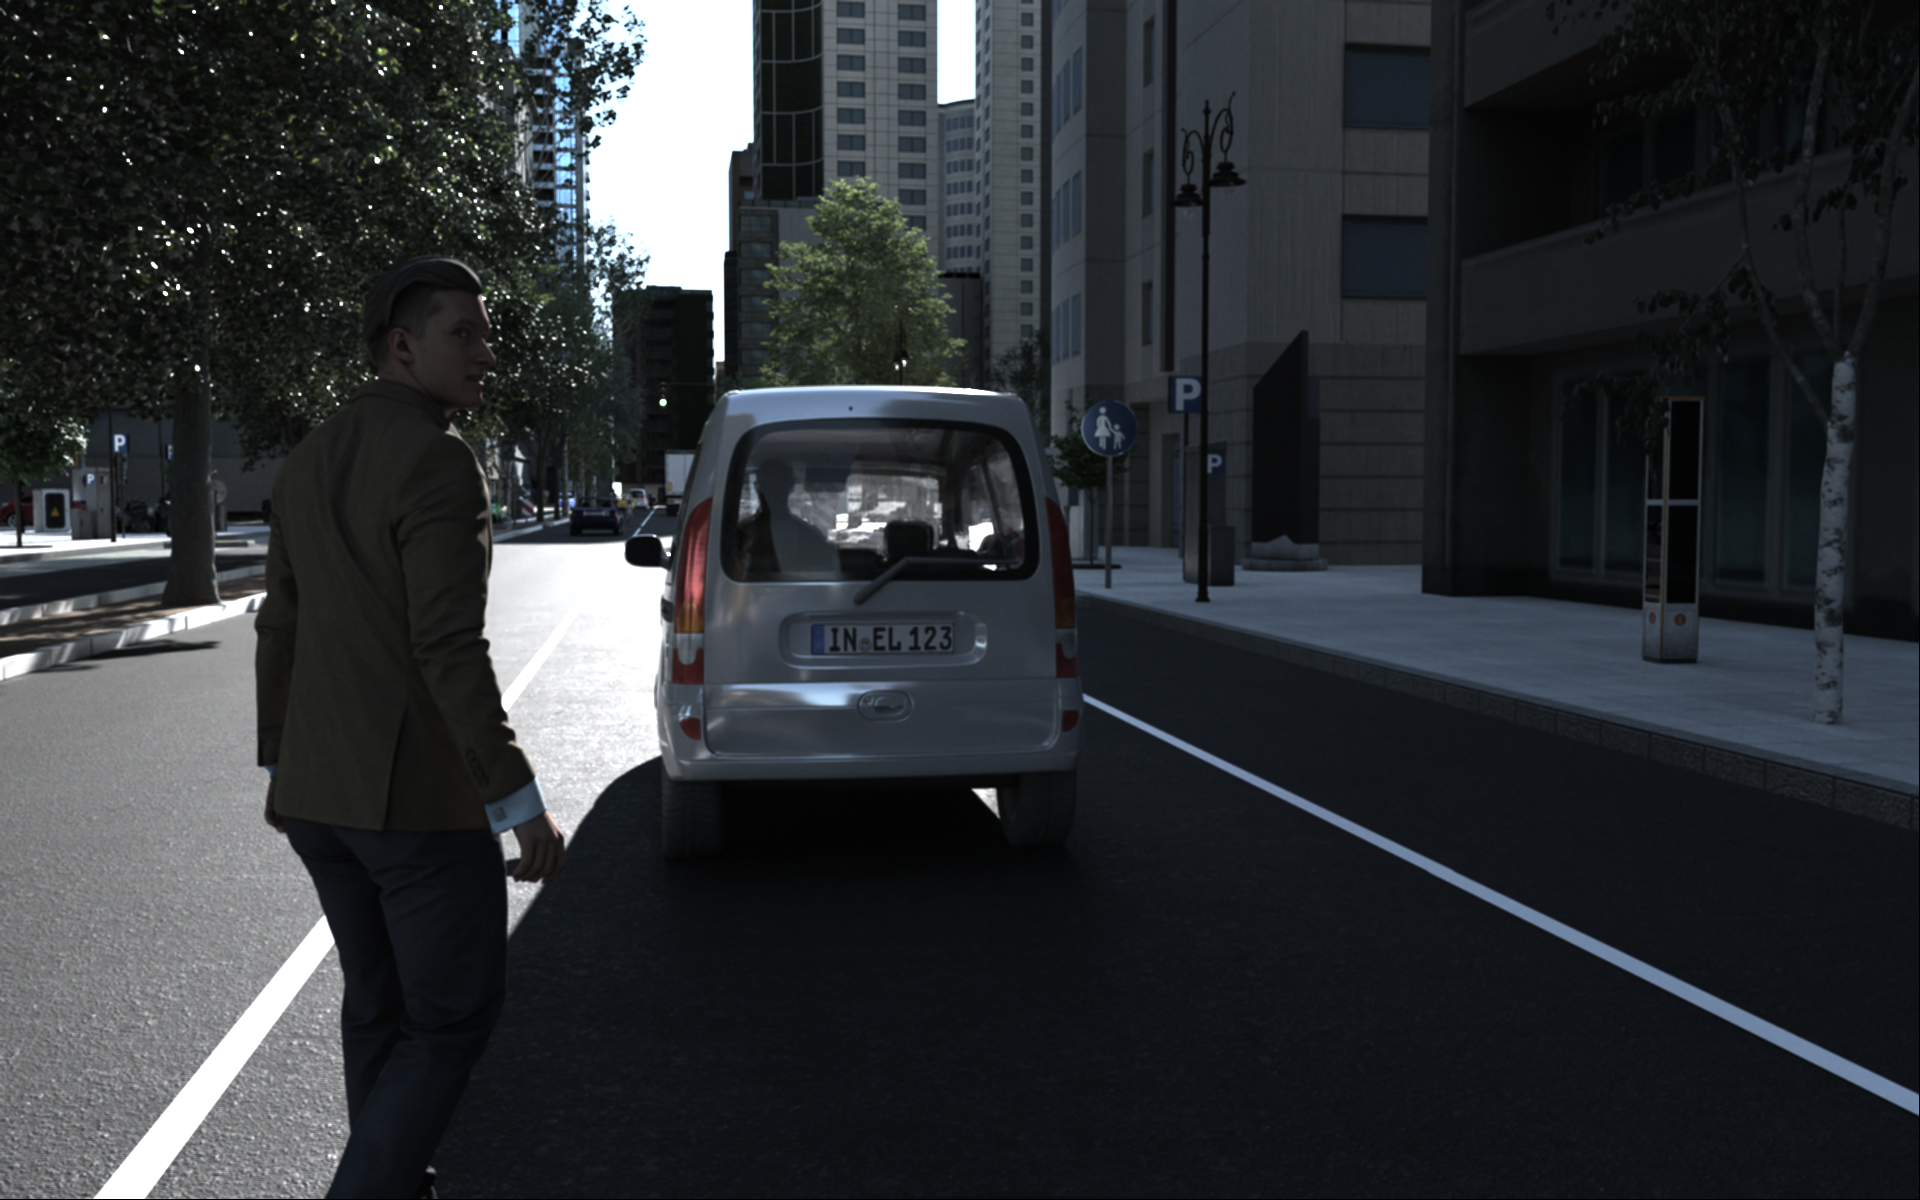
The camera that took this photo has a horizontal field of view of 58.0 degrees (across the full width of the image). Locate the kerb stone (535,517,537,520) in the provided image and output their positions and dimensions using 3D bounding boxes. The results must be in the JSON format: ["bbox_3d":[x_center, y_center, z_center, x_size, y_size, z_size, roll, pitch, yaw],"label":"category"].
[{"bbox_3d":[-23.189,-4.383,93.875,0.120,0.150,1.000,-1,4,-10],"label":"kerb stone"}]

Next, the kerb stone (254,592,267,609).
[{"bbox_3d":[-8.869,0.018,21.907,0.120,0.150,1.000,-1,4,-10],"label":"kerb stone"}]

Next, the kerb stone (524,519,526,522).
[{"bbox_3d":[-21.989,-3.951,86.793,0.120,0.150,1.000,-1,4,-10],"label":"kerb stone"}]

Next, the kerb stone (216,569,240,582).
[{"bbox_3d":[-12.142,-0.395,28.657,0.120,0.150,1.000,-1,4,-10],"label":"kerb stone"}]

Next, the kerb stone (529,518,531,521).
[{"bbox_3d":[-22.504,-4.137,89.835,0.120,0.150,1.000,-1,4,-10],"label":"kerb stone"}]

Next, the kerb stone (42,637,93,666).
[{"bbox_3d":[-7.671,0.451,14.826,0.120,0.150,1.000,-1,4,-10],"label":"kerb stone"}]

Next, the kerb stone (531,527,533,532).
[{"bbox_3d":[-16.069,-2.582,64.415,0.120,0.150,1.000,-1,4,-10],"label":"kerb stone"}]

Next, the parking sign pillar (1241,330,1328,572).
[{"bbox_3d":[5.495,-2.492,29.220,1.447,3.967,1.447,-2,4,-27],"label":"parking sign pillar"}]

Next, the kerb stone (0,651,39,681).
[{"bbox_3d":[-7.498,0.521,13.817,0.120,0.150,1.000,-1,4,-10],"label":"kerb stone"}]

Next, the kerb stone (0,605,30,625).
[{"bbox_3d":[-10.606,0.162,19.556,0.120,0.150,1.000,-1,4,-10],"label":"kerb stone"}]

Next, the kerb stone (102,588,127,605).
[{"bbox_3d":[-11.110,-0.023,22.582,0.120,0.150,1.000,-1,4,-10],"label":"kerb stone"}]

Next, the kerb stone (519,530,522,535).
[{"bbox_3d":[-15.202,-2.273,59.357,0.120,0.150,1.000,-1,4,-10],"label":"kerb stone"}]

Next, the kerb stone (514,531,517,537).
[{"bbox_3d":[-14.873,-2.150,57.340,0.120,0.150,1.000,-1,4,-10],"label":"kerb stone"}]

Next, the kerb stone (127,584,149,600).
[{"bbox_3d":[-11.290,-0.083,23.595,0.120,0.150,1.000,-1,4,-10],"label":"kerb stone"}]

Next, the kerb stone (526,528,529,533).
[{"bbox_3d":[-15.729,-2.458,62.399,0.120,0.150,1.000,-1,4,-10],"label":"kerb stone"}]

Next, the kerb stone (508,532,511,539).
[{"bbox_3d":[-14.527,-2.025,55.311,0.120,0.150,1.000,-1,4,-10],"label":"kerb stone"}]

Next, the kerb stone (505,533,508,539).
[{"bbox_3d":[-14.360,-1.963,54.297,0.120,0.150,1.000,-1,4,-10],"label":"kerb stone"}]

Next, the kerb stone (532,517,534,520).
[{"bbox_3d":[-22.847,-4.259,91.854,0.120,0.150,1.000,-1,4,-10],"label":"kerb stone"}]

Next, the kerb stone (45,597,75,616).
[{"bbox_3d":[-10.770,0.104,20.567,0.120,0.150,1.000,-1,4,-10],"label":"kerb stone"}]

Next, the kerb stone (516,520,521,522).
[{"bbox_3d":[-21.480,-3.765,83.759,0.120,0.150,1.000,-1,4,-10],"label":"kerb stone"}]

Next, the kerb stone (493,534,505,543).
[{"bbox_3d":[-14.181,-1.898,53.289,0.120,0.150,1.000,-1,4,-10],"label":"kerb stone"}]

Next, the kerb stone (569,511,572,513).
[{"bbox_3d":[-30.047,-6.858,134.318,0.120,0.150,1.000,-1,4,-10],"label":"kerb stone"}]

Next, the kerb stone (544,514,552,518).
[{"bbox_3d":[-25.254,-5.126,106.013,0.120,0.150,1.000,-1,4,-10],"label":"kerb stone"}]

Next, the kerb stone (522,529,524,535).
[{"bbox_3d":[-15.391,-2.335,60.369,0.120,0.150,1.000,-1,4,-10],"label":"kerb stone"}]

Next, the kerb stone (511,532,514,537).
[{"bbox_3d":[-14.699,-2.082,56.320,0.120,0.150,1.000,-1,4,-10],"label":"kerb stone"}]

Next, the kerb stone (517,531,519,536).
[{"bbox_3d":[-15.045,-2.211,58.348,0.120,0.150,1.000,-1,4,-10],"label":"kerb stone"}]

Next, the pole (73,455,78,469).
[{"bbox_3d":[-38.064,-4.939,74.597,0.158,3.312,0.155,0,3,0],"label":"pole"}]

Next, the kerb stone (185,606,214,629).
[{"bbox_3d":[-8.349,0.203,18.874,0.120,0.150,1.000,-1,4,-10],"label":"kerb stone"}]

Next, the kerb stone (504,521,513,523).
[{"bbox_3d":[-20.788,-3.518,79.713,0.120,0.150,1.000,-1,4,-10],"label":"kerb stone"}]

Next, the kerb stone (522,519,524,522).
[{"bbox_3d":[-21.821,-3.889,85.784,0.120,0.150,1.000,-1,4,-10],"label":"kerb stone"}]

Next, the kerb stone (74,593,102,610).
[{"bbox_3d":[-10.947,0.038,21.573,0.120,0.150,1.000,-1,4,-10],"label":"kerb stone"}]

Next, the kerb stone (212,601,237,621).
[{"bbox_3d":[-8.519,0.142,19.881,0.120,0.150,1.000,-1,4,-10],"label":"kerb stone"}]

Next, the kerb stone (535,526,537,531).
[{"bbox_3d":[-16.416,-2.703,66.438,0.120,0.150,1.000,-1,4,-10],"label":"kerb stone"}]

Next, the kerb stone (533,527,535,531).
[{"bbox_3d":[-16.241,-2.644,65.431,0.120,0.150,1.000,-1,4,-10],"label":"kerb stone"}]

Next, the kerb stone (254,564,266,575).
[{"bbox_3d":[-12.491,-0.519,30.689,0.120,0.150,1.000,-1,4,-10],"label":"kerb stone"}]

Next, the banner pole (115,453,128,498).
[{"bbox_3d":[-37.640,-5.362,77.681,0.863,3.779,0.401,1,4,21],"label":"banner pole"}]

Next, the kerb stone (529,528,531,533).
[{"bbox_3d":[-15.901,-2.521,63.407,0.120,0.150,1.000,-1,4,-10],"label":"kerb stone"}]

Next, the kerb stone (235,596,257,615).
[{"bbox_3d":[-8.696,0.082,20.897,0.120,0.150,1.000,-1,4,-10],"label":"kerb stone"}]

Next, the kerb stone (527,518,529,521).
[{"bbox_3d":[-22.330,-4.075,88.823,0.120,0.150,1.000,-1,4,-10],"label":"kerb stone"}]

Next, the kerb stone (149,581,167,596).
[{"bbox_3d":[-11.462,-0.147,24.604,0.120,0.150,1.000,-1,4,-10],"label":"kerb stone"}]

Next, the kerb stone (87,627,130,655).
[{"bbox_3d":[-7.840,0.388,15.849,0.120,0.150,1.000,-1,4,-10],"label":"kerb stone"}]

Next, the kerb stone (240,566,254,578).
[{"bbox_3d":[-12.316,-0.457,29.674,0.120,0.150,1.000,-1,4,-10],"label":"kerb stone"}]

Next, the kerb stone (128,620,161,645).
[{"bbox_3d":[-8.013,0.326,16.857,0.120,0.150,1.000,-1,4,-10],"label":"kerb stone"}]

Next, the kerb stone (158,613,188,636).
[{"bbox_3d":[-8.187,0.270,17.865,0.120,0.150,1.000,-1,4,-10],"label":"kerb stone"}]

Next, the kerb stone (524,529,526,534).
[{"bbox_3d":[-15.563,-2.392,61.388,0.120,0.150,1.000,-1,4,-10],"label":"kerb stone"}]
